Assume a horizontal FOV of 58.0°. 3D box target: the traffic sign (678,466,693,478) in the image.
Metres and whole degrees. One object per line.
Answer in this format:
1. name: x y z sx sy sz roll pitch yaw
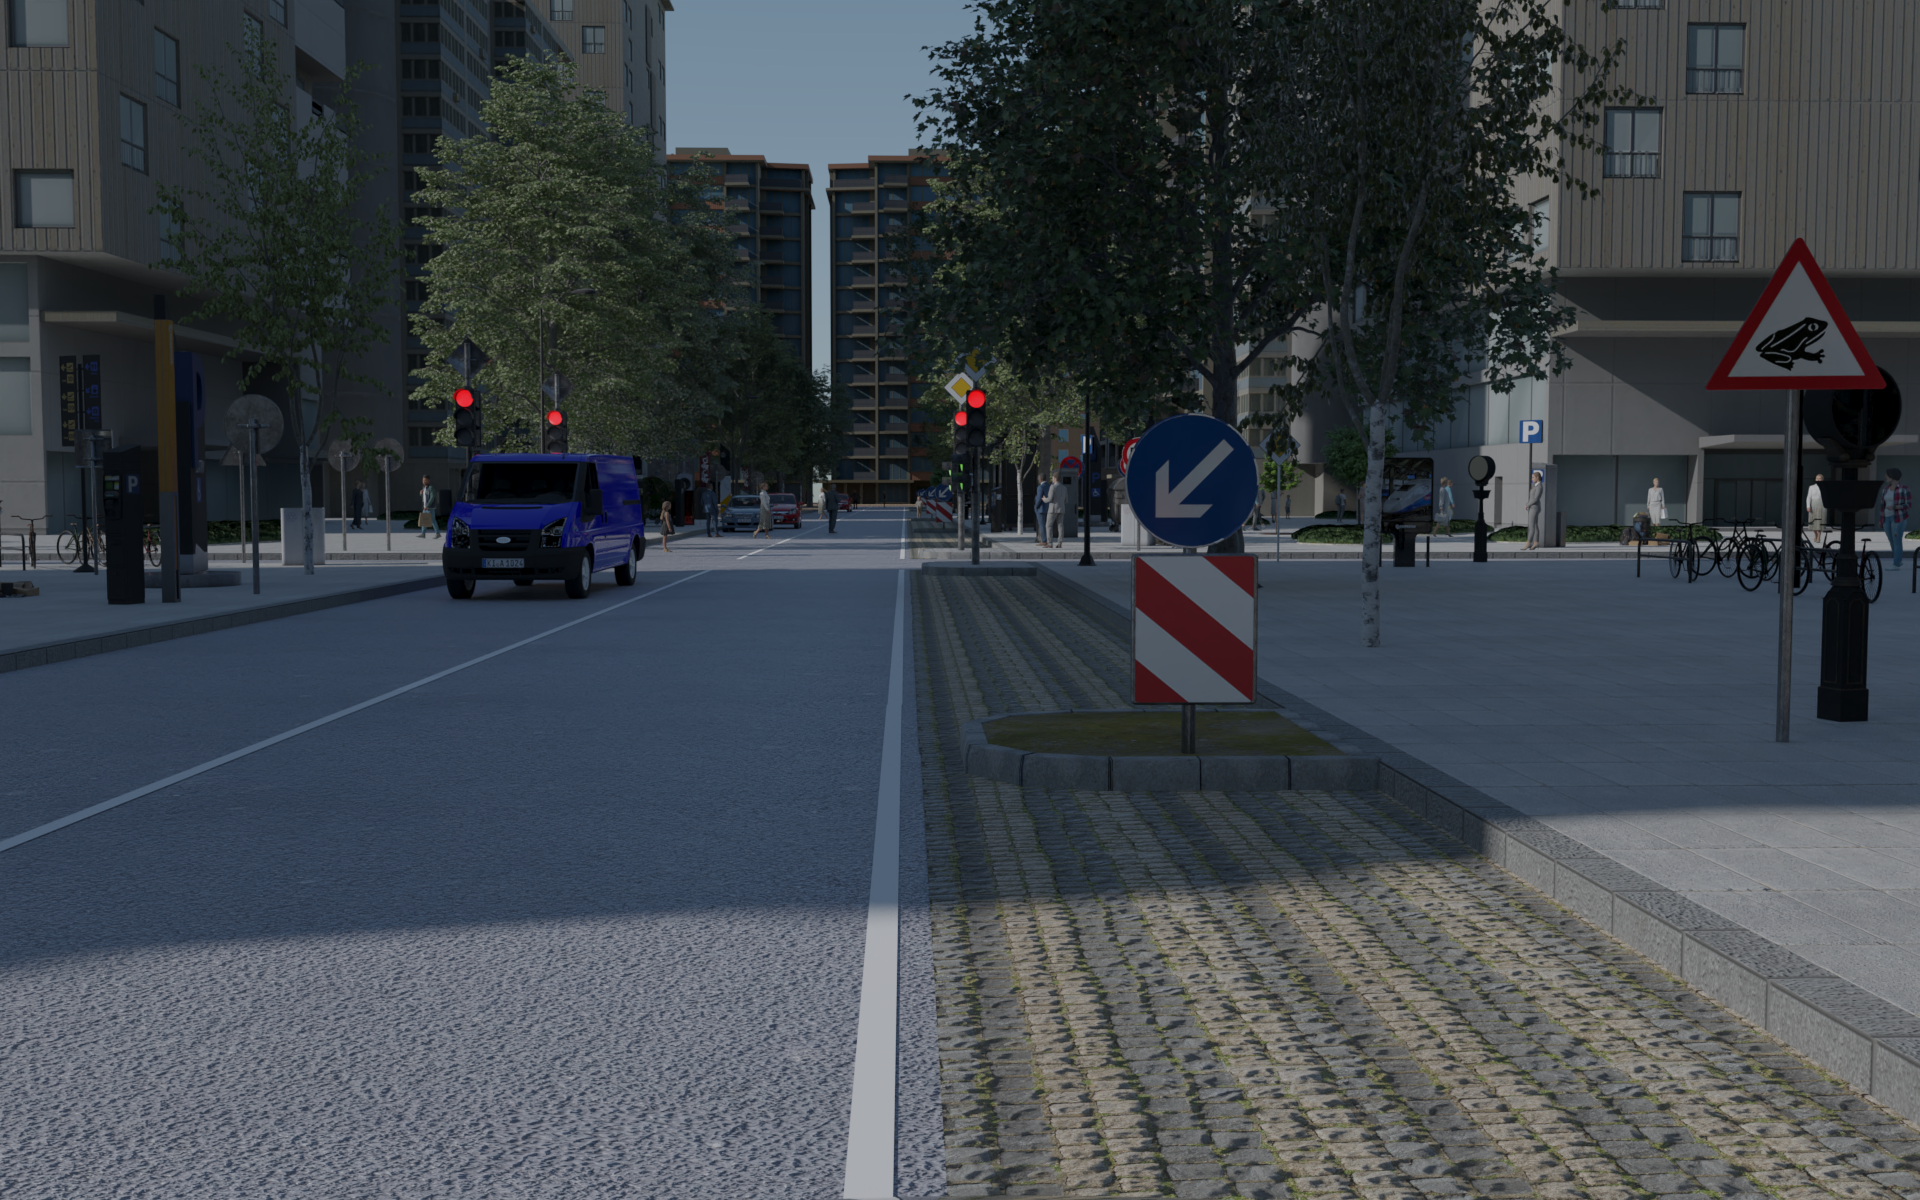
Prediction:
1. traffic sign: -12.627 -4.856 79.500 0.768 2.556 0.104 0 4 2

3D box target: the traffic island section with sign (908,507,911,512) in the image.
1. traffic island section with sign: -1.591 -5.048 91.160 1.989 1.847 2.006 0 4 -2

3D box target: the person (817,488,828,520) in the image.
1. person: -7.700 -5.415 97.259 0.641 1.798 0.478 -1 4 -20

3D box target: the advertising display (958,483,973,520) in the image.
1. advertising display: 0.280 -4.977 86.595 0.123 1.923 0.974 -3 5 -42

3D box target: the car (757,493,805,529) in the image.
1. car: -7.566 -3.880 72.475 2.155 1.783 4.494 0 4 -3

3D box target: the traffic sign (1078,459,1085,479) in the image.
1. traffic sign: 4.015 -3.728 61.053 0.768 2.556 0.104 0 4 1

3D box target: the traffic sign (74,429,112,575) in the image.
1. traffic sign: -13.696 -1.546 27.403 0.606 2.300 0.079 0 4 2

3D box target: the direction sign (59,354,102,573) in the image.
1. direction sign: -14.347 -2.222 28.322 0.876 3.537 0.379 1 4 23

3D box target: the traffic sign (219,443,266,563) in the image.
1. traffic sign: -13.298 -1.963 32.094 0.884 2.594 0.081 0 4 3

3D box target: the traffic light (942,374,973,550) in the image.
1. traffic light: 0.013 -3.085 39.367 0.839 4.253 0.868 0 4 -2

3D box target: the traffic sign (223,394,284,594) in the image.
1. traffic sign: -9.017 -1.347 22.125 0.768 2.556 0.104 0 4 0

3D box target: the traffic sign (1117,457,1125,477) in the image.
1. traffic sign: 5.406 -3.379 55.350 0.768 2.556 0.104 0 4 -1

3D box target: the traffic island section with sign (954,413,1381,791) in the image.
1. traffic island section with sign: 1.007 -0.038 9.247 1.989 1.847 2.006 0 4 -2

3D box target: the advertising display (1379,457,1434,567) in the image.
1. advertising display: 7.815 -1.542 30.421 0.974 1.923 0.123 0 4 -2

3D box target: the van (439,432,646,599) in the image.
1. van: -6.043 -1.290 25.468 2.240 2.365 5.245 0 3 0

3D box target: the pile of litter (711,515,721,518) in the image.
1. pile of litter: -13.616 -4.888 93.882 1.719 0.858 1.176 -2 4 -34

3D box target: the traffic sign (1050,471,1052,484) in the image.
1. traffic sign: 4.706 -5.357 87.684 0.768 2.556 0.104 0 4 -1

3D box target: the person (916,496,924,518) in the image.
1. person: -2.298 -5.243 98.499 0.475 1.303 0.640 0 4 3

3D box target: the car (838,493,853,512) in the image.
1. car: -9.503 -7.817 136.843 2.155 1.783 4.494 0 3 0

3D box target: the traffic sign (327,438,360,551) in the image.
1. traffic sign: -13.906 -2.383 39.072 0.768 2.556 0.104 0 4 5

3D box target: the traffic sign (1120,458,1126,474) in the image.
1. traffic sign: 5.203 -3.184 52.162 0.768 2.556 0.104 0 4 7

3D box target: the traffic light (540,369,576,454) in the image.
1. traffic light: -9.043 -3.067 39.065 0.839 4.253 0.868 0 4 -2

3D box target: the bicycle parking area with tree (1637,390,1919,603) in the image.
1. bicycle parking area with tree: 14.051 -2.249 23.779 8.231 4.147 9.016 1 4 12

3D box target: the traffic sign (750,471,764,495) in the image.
1. traffic sign: -11.363 -5.930 97.069 0.768 2.556 0.104 0 4 -1

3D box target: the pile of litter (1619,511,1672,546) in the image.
1. pile of litter: 17.296 -1.801 43.413 1.719 0.858 1.176 0 4 -6

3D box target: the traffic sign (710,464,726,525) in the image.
1. traffic sign: -10.229 -4.446 72.799 0.768 2.556 0.104 0 4 2

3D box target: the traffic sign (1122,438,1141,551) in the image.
1. traffic sign: 4.026 -2.376 38.954 0.768 2.556 0.104 0 4 6

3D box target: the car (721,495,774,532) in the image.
1. car: -8.120 -3.331 66.467 2.014 1.417 4.499 0 4 -3

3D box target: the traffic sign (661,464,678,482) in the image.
1. traffic sign: -12.268 -4.461 73.047 0.768 2.556 0.104 0 4 3

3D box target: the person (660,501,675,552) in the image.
1. person: -7.212 -1.809 42.740 0.373 1.253 0.362 -1 4 -12

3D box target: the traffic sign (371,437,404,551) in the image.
1. traffic sign: -12.890 -2.380 39.013 0.768 2.556 0.104 0 4 5

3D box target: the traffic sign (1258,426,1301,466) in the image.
1. traffic sign: 6.005 -2.004 32.502 0.795 2.593 0.064 0 3 0

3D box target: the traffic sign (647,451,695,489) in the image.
1. traffic sign: -13.616 -5.366 81.613 2.265 3.308 0.079 0 4 4

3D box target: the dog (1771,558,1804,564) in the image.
1. dog: 15.236 -0.866 31.890 0.550 0.427 0.748 0 4 -4

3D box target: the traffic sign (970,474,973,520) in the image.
1. traffic sign: 0.564 -5.121 85.860 0.606 2.300 0.079 0 4 0

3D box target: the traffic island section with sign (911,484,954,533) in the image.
1. traffic island section with sign: -0.716 -3.391 64.069 1.989 1.847 2.006 0 4 -2

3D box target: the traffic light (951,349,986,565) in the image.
1. traffic light: 0.266 -2.597 31.386 0.839 4.253 0.868 0 4 -2

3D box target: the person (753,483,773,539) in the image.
1. person: -6.260 -2.826 54.924 0.641 1.798 0.478 1 4 11

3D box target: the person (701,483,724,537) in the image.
1. person: -8.253 -2.982 57.443 0.721 1.800 0.419 2 4 24

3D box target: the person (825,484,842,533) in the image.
1. person: -4.624 -3.364 63.676 0.661 1.801 0.590 2 4 31

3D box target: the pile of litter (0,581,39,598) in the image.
1. pile of litter: -12.371 -0.487 21.927 1.176 0.858 1.719 -3 5 -40

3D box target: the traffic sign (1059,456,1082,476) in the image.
1. traffic sign: 3.716 -3.542 58.010 0.768 2.556 0.104 0 4 7

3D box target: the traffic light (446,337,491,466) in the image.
1. traffic light: -8.791 -2.579 31.084 0.839 4.253 0.868 0 4 -2

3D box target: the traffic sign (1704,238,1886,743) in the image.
1. traffic sign: 4.258 -0.544 8.891 0.884 2.594 0.081 0 4 5

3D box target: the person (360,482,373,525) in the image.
1. person: -25.078 -4.064 72.842 0.694 1.780 0.624 -1 4 -20

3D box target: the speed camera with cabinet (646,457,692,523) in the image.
1. speed camera with cabinet: -12.843 -5.015 76.330 2.038 3.252 0.660 -1 4 -11
